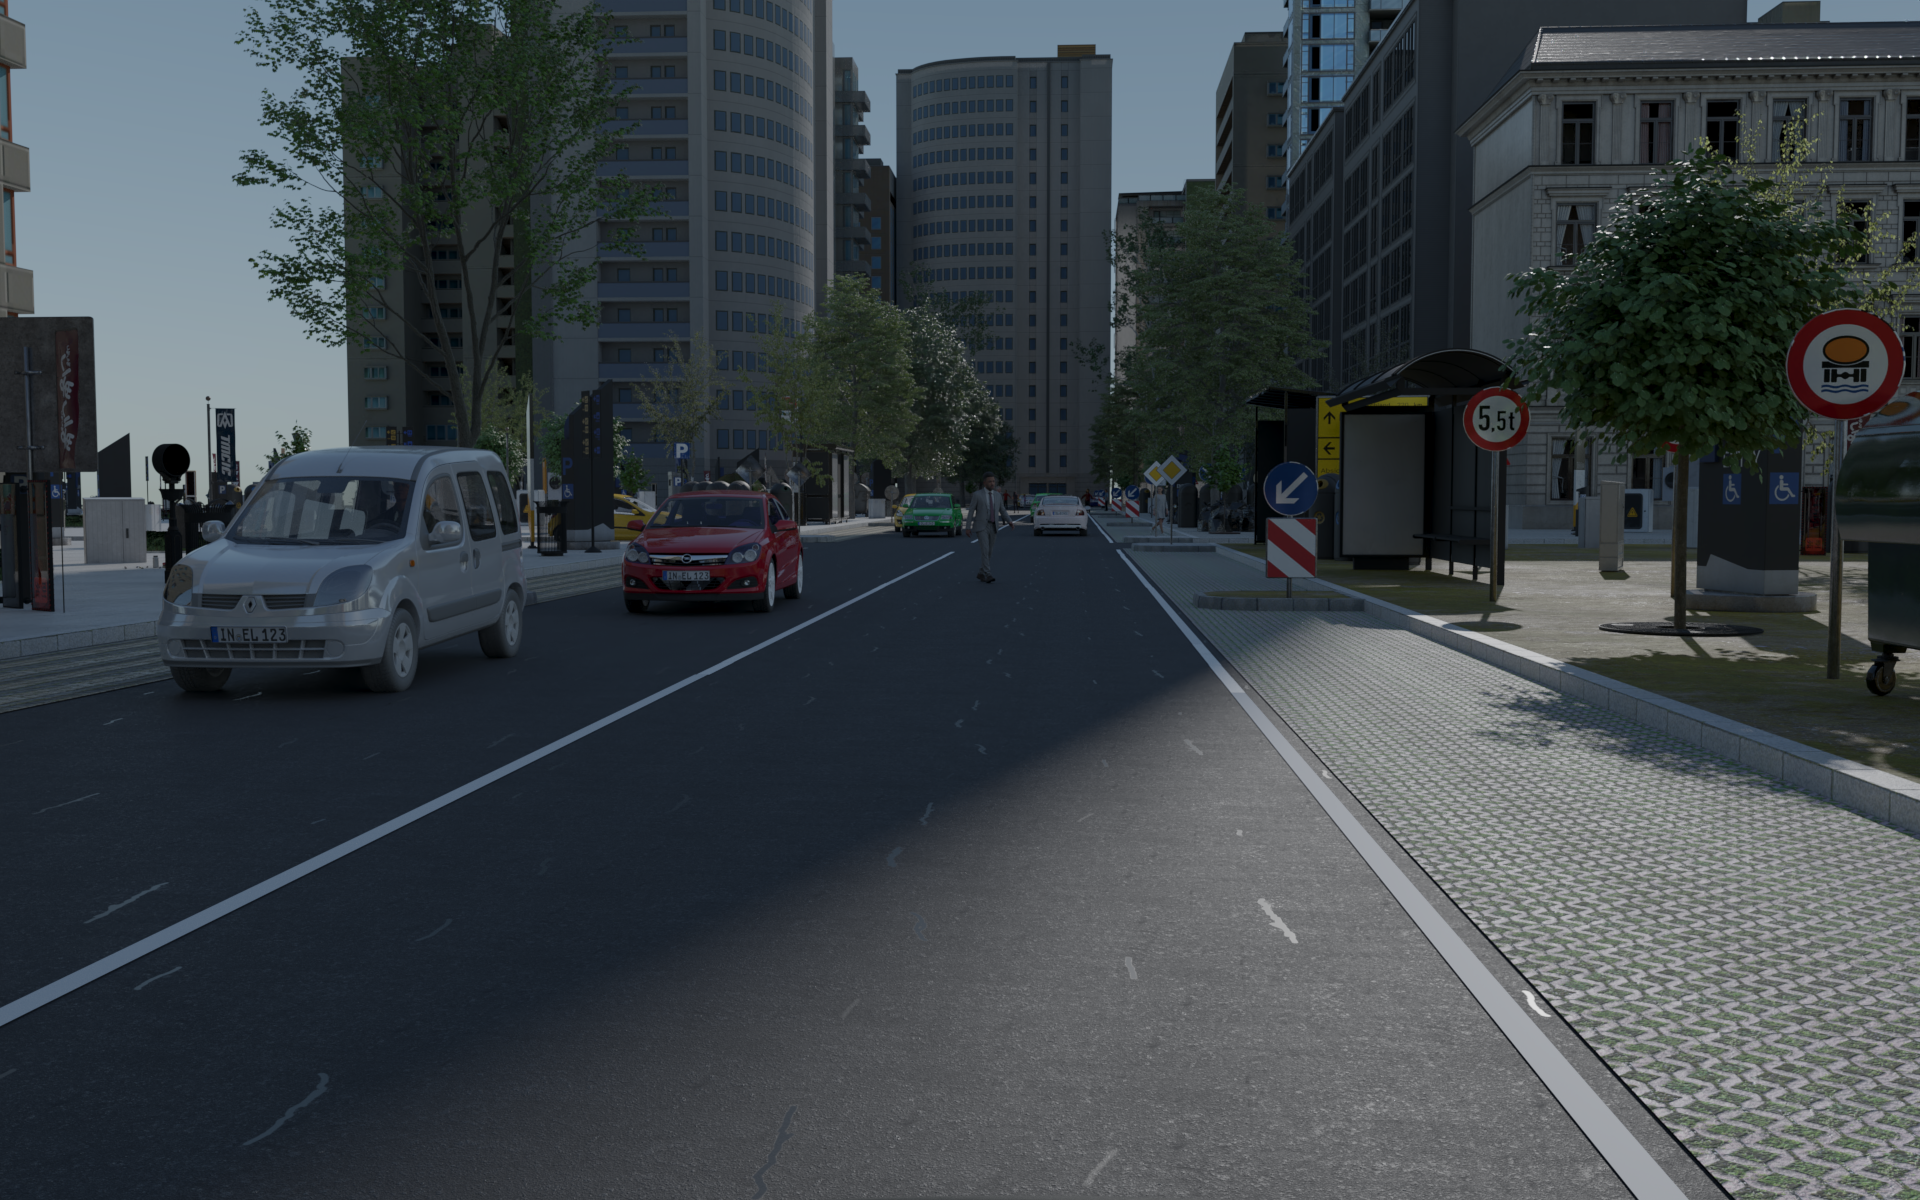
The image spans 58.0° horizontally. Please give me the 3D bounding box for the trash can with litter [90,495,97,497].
[{"bbox_3d":[-58.977,-6.596,118.908,1.678,1.210,2.233,3,5,43],"label":"trash can with litter"}]

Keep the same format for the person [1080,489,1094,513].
[{"bbox_3d":[9.516,-7.382,129.158,1.348,1.831,0.705,3,5,42],"label":"person"}]

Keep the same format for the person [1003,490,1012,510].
[{"bbox_3d":[4.134,-9.094,157.121,1.348,1.831,0.705,2,4,29],"label":"person"}]

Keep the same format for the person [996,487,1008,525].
[{"bbox_3d":[1.807,-4.284,78.949,0.834,1.777,0.661,3,5,40],"label":"person"}]

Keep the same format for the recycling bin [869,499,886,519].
[{"bbox_3d":[-4.365,-4.807,91.149,0.722,1.027,0.722,-2,4,-24],"label":"recycling bin"}]

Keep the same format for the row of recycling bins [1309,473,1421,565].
[{"bbox_3d":[7.680,-1.577,32.903,1.069,1.692,3.534,-1,4,-14],"label":"row of recycling bins"}]

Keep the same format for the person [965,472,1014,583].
[{"bbox_3d":[0.446,-1.178,28.038,0.678,1.792,0.850,-2,4,-27],"label":"person"}]

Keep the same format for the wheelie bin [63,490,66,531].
[{"bbox_3d":[-31.620,-3.218,60.520,0.693,1.594,0.980,-3,4,-37],"label":"wheelie bin"}]

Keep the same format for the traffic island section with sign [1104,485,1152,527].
[{"bbox_3d":[7.502,-4.167,76.759,1.989,1.847,2.006,0,4,4],"label":"traffic island section with sign"}]

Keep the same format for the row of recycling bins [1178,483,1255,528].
[{"bbox_3d":[9.935,-3.577,65.602,3.534,1.692,1.069,2,4,25],"label":"row of recycling bins"}]

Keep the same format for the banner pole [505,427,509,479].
[{"bbox_3d":[-16.957,-4.580,64.901,0.401,3.779,0.863,-1,4,-12],"label":"banner pole"}]

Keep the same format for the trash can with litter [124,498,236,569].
[{"bbox_3d":[-13.192,-1.158,29.993,2.233,1.210,1.678,1,4,23],"label":"trash can with litter"}]

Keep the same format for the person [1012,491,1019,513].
[{"bbox_3d":[4.136,-7.255,128.586,0.415,1.643,0.593,3,5,39],"label":"person"}]

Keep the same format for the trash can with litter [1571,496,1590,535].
[{"bbox_3d":[19.998,-2.646,54.318,2.233,1.210,1.678,-3,5,-40],"label":"trash can with litter"}]

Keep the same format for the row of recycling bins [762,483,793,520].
[{"bbox_3d":[-7.747,-3.340,61.722,3.534,1.692,1.069,-1,4,-10],"label":"row of recycling bins"}]

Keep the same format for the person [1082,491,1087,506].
[{"bbox_3d":[13.916,-11.119,190.393,1.348,1.812,0.705,2,4,29],"label":"person"}]

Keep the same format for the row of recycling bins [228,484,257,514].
[{"bbox_3d":[-28.628,-3.930,71.376,3.534,1.692,1.069,-2,4,-35],"label":"row of recycling bins"}]

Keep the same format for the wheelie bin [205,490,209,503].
[{"bbox_3d":[-42.953,-5.618,99.765,0.980,1.594,0.693,0,4,-2],"label":"wheelie bin"}]

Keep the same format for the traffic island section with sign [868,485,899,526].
[{"bbox_3d":[-3.010,-4.197,77.257,1.989,1.847,2.006,0,4,4],"label":"traffic island section with sign"}]

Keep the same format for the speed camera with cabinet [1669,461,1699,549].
[{"bbox_3d":[17.556,-2.869,41.237,0.660,3.252,2.038,2,4,35],"label":"speed camera with cabinet"}]

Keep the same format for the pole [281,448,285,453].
[{"bbox_3d":[-30.007,-5.077,76.853,0.158,3.312,0.155,0,3,0],"label":"pole"}]

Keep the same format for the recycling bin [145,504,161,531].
[{"bbox_3d":[-20.086,-1.828,42.444,0.722,1.027,0.722,0,4,2],"label":"recycling bin"}]

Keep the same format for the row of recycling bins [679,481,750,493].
[{"bbox_3d":[-7.808,-2.936,55.112,1.069,1.692,3.534,-3,5,-40],"label":"row of recycling bins"}]

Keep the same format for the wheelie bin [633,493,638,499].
[{"bbox_3d":[-19.228,-5.703,101.155,0.693,1.594,0.980,2,4,33],"label":"wheelie bin"}]

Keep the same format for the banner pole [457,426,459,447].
[{"bbox_3d":[-13.145,-3.410,45.775,0.401,3.779,0.863,-2,4,-35],"label":"banner pole"}]

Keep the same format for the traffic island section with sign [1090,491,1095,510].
[{"bbox_3d":[12.435,-8.865,153.574,1.989,1.847,2.006,0,4,4],"label":"traffic island section with sign"}]

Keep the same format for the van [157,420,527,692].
[{"bbox_3d":[-4.790,-0.419,13.865,2.013,2.044,4.112,0,4,2],"label":"van"}]

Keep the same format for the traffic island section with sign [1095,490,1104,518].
[{"bbox_3d":[9.234,-5.812,103.659,1.989,1.847,2.006,0,4,4],"label":"traffic island section with sign"}]

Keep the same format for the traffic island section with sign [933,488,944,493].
[{"bbox_3d":[-1.264,-5.852,104.302,1.989,1.847,2.006,0,4,4],"label":"traffic island section with sign"}]

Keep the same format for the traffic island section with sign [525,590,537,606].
[{"bbox_3d":[-6.543,-0.829,22.177,1.989,1.847,2.006,0,4,4],"label":"traffic island section with sign"}]

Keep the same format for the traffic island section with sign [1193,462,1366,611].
[{"bbox_3d":[3.998,-0.818,22.004,1.989,1.847,2.006,0,4,4],"label":"traffic island section with sign"}]

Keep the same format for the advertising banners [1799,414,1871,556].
[{"bbox_3d":[17.800,-2.442,36.110,2.074,3.025,0.090,2,4,30],"label":"advertising banners"}]

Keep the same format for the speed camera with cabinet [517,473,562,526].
[{"bbox_3d":[-16.856,-4.623,69.926,2.038,3.252,0.660,1,4,13],"label":"speed camera with cabinet"}]

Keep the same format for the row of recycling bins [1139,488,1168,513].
[{"bbox_3d":[13.769,-6.691,116.508,3.534,1.692,1.069,1,4,15],"label":"row of recycling bins"}]

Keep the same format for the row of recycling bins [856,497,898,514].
[{"bbox_3d":[-5.493,-6.302,110.157,3.534,1.692,1.069,2,4,27],"label":"row of recycling bins"}]

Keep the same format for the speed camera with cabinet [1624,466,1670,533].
[{"bbox_3d":[22.764,-3.826,56.884,2.038,3.252,0.660,2,4,35],"label":"speed camera with cabinet"}]

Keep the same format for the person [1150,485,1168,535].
[{"bbox_3d":[6.802,-3.061,59.302,0.760,1.731,0.466,2,4,35],"label":"person"}]

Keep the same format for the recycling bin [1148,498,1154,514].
[{"bbox_3d":[12.837,-6.207,114.039,0.722,1.027,0.722,2,4,29],"label":"recycling bin"}]

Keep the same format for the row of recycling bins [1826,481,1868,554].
[{"bbox_3d":[20.664,-1.890,38.011,3.534,1.692,1.069,-1,4,-16],"label":"row of recycling bins"}]

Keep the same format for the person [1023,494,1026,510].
[{"bbox_3d":[5.954,-8.911,157.413,0.599,1.433,0.991,0,4,1],"label":"person"}]

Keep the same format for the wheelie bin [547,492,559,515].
[{"bbox_3d":[-24.665,-5.931,104.880,0.980,1.594,0.693,2,4,28],"label":"wheelie bin"}]

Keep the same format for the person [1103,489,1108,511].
[{"bbox_3d":[12.233,-8.354,145.075,0.705,1.826,1.348,0,4,-7],"label":"person"}]

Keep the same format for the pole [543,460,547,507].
[{"bbox_3d":[-23.554,-6.386,98.251,0.158,3.312,0.155,0,3,0],"label":"pole"}]

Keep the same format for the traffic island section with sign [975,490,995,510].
[{"bbox_3d":[1.939,-8.907,154.254,1.989,1.847,2.006,0,4,4],"label":"traffic island section with sign"}]

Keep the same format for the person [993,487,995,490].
[{"bbox_3d":[1.357,-3.895,72.575,0.661,1.777,0.834,1,4,9],"label":"person"}]

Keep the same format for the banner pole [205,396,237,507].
[{"bbox_3d":[-18.954,-3.323,44.345,0.863,3.779,0.401,-1,4,-16],"label":"banner pole"}]

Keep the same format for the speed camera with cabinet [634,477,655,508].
[{"bbox_3d":[-19.319,-6.745,104.612,0.660,3.252,2.038,2,4,32],"label":"speed camera with cabinet"}]
